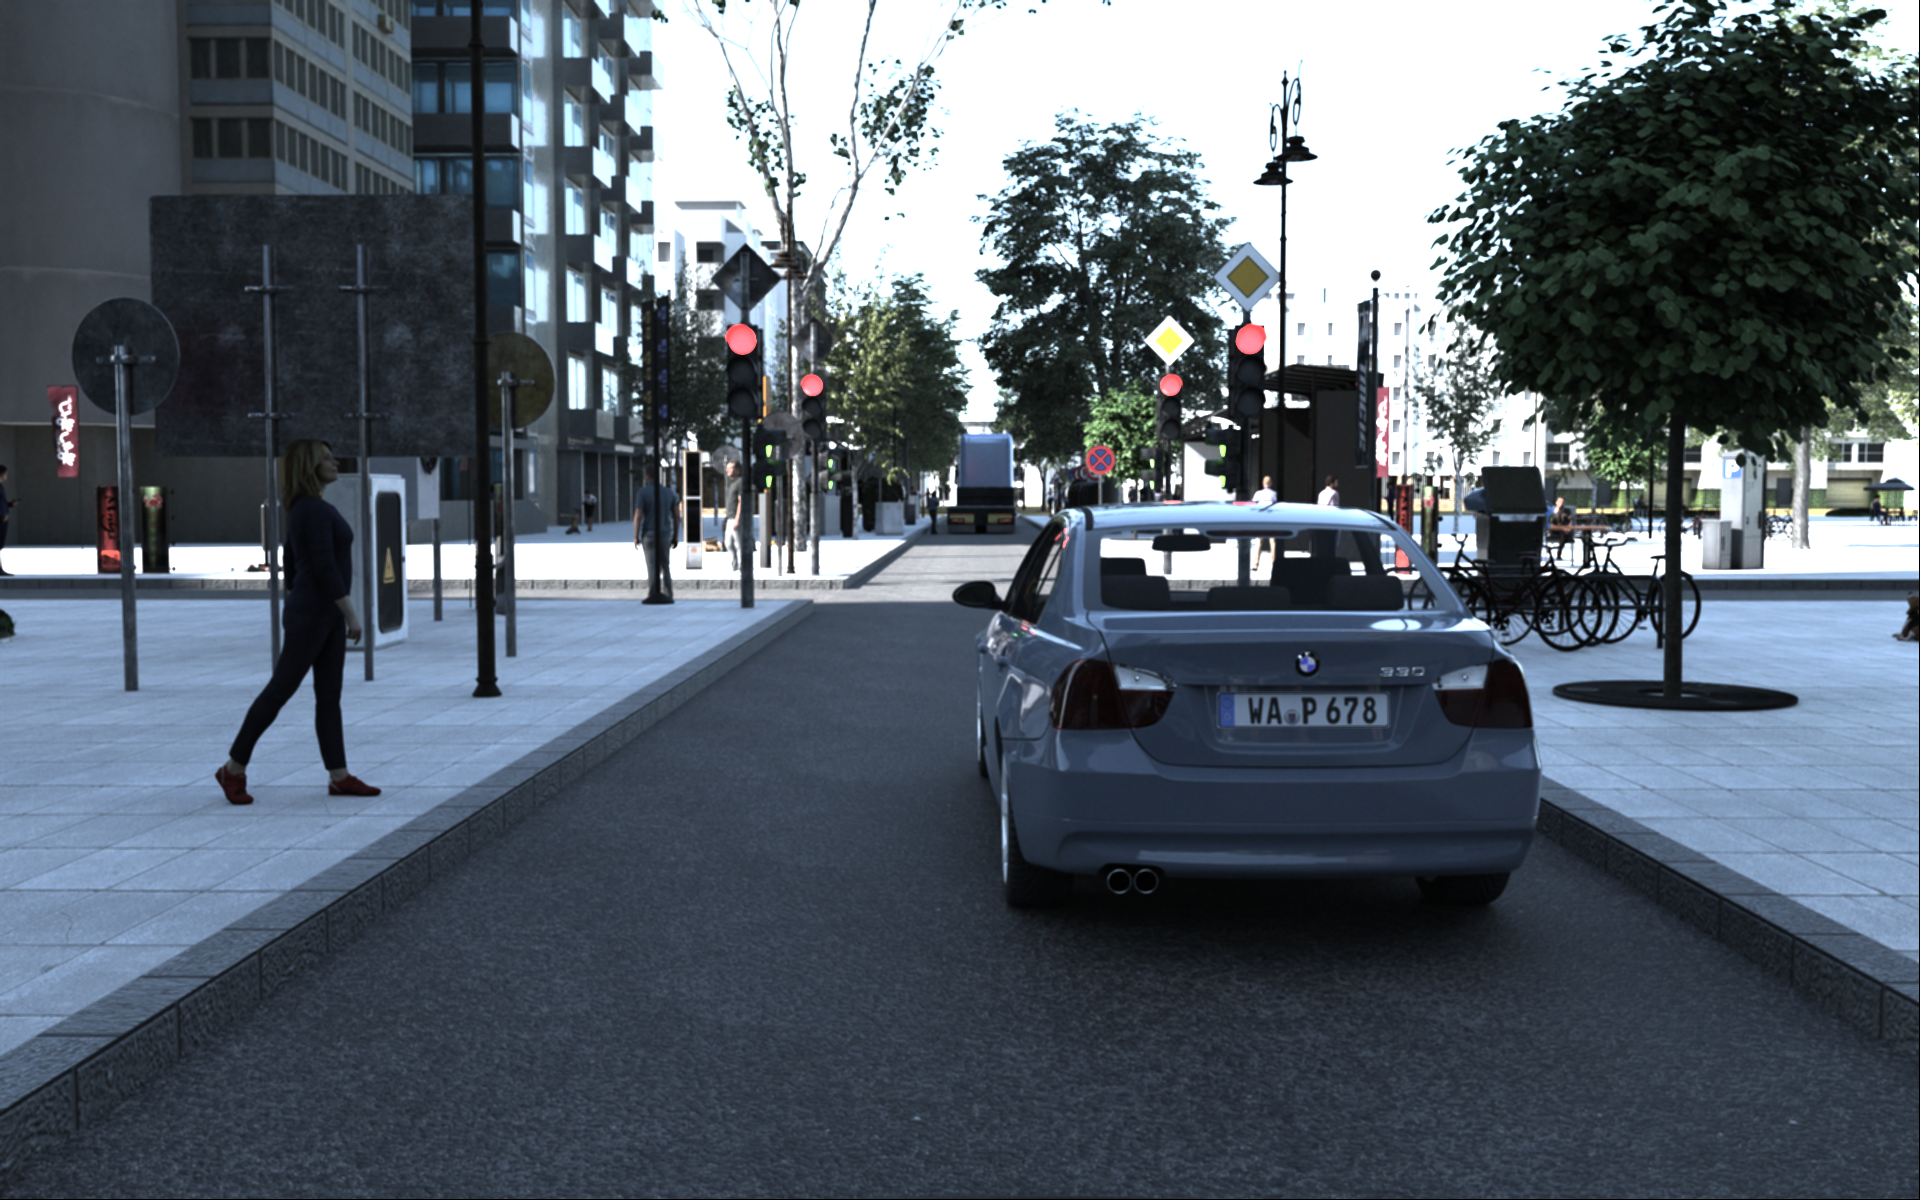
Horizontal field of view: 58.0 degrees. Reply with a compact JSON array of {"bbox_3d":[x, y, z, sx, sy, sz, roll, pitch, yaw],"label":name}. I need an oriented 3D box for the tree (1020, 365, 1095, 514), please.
[{"bbox_3d":[5.594,-9.115,99.395,4.737,8.622,4.395,0,3,0],"label":"tree"}]

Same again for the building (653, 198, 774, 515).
[{"bbox_3d":[-20.626,-15.453,109.069,16.016,20.091,11.380,0,4,1],"label":"building"}]

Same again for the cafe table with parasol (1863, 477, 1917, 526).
[{"bbox_3d":[38.193,-4.028,70.719,2.610,1.966,2.610,1,4,10],"label":"cafe table with parasol"}]

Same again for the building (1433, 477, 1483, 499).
[{"bbox_3d":[67.061,-15.863,201.508,28.070,9.664,9.099,0,4,1],"label":"building"}]

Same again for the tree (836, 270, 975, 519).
[{"bbox_3d":[-2.860,-10.367,87.621,7.486,12.596,7.792,0,3,0],"label":"tree"}]

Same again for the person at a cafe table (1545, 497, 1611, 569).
[{"bbox_3d":[10.510,-1.196,30.416,1.698,1.238,1.726,2,4,25],"label":"person at a cafe table"}]

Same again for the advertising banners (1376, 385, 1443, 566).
[{"bbox_3d":[7.064,-1.912,27.455,0.090,3.025,2.074,-1,4,-16],"label":"advertising banners"}]

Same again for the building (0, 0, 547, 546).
[{"bbox_3d":[-29.920,-21.881,49.641,32.217,40.220,23.993,0,4,1],"label":"building"}]

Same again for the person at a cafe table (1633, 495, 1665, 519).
[{"bbox_3d":[35.426,-4.772,88.876,1.698,1.238,1.726,-3,5,-39],"label":"person at a cafe table"}]

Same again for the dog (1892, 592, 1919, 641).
[{"bbox_3d":[8.354,0.156,15.192,0.748,0.427,0.550,-3,5,-40],"label":"dog"}]

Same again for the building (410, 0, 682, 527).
[{"bbox_3d":[-25.617,-27.944,76.496,23.786,49.044,30.456,0,4,1],"label":"building"}]

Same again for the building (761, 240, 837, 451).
[{"bbox_3d":[-28.711,-18.946,153.744,32.646,21.610,27.936,0,4,1],"label":"building"}]

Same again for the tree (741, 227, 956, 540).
[{"bbox_3d":[-2.930,-5.944,47.551,4.737,8.622,4.395,0,3,0],"label":"tree"}]

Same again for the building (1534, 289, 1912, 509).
[{"bbox_3d":[66.329,-17.848,158.271,31.486,18.905,16.747,0,4,1],"label":"building"}]

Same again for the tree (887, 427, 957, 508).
[{"bbox_3d":[-2.236,-13.747,159.180,8.767,10.594,7.601,-1,4,-18],"label":"tree"}]

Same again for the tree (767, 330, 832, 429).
[{"bbox_3d":[-7.485,-7.752,77.108,4.360,8.622,3.978,0,3,0],"label":"tree"}]

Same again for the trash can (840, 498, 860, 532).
[{"bbox_3d":[-3.728,-2.833,57.969,0.748,1.137,0.748,0,3,0],"label":"trash can"}]

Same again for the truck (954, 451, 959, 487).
[{"bbox_3d":[0.998,-7.884,117.811,2.839,4.237,11.283,0,3,0],"label":"truck"}]

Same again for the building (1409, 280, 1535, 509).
[{"bbox_3d":[44.908,-18.527,159.332,11.380,20.091,16.016,0,4,1],"label":"building"}]

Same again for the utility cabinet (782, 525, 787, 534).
[{"bbox_3d":[-5.414,-2.705,55.391,0.306,1.237,1.020,3,5,44],"label":"utility cabinet"}]

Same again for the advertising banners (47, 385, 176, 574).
[{"bbox_3d":[-13.667,-1.938,27.871,2.074,3.025,0.090,0,4,6],"label":"advertising banners"}]

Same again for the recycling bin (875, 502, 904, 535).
[{"bbox_3d":[-2.205,-2.549,54.226,0.722,1.027,0.722,-1,4,-22],"label":"recycling bin"}]

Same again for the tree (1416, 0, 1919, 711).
[{"bbox_3d":[4.583,-1.656,10.785,4.285,4.588,4.351,0,3,0],"label":"tree"}]

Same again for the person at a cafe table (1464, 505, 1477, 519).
[{"bbox_3d":[27.379,-4.914,91.210,1.698,1.238,1.726,-3,5,-41],"label":"person at a cafe table"}]

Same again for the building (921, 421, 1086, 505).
[{"bbox_3d":[9.427,-15.903,202.158,28.070,9.664,9.099,0,4,1],"label":"building"}]

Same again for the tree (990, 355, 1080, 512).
[{"bbox_3d":[6.081,-12.331,127.368,9.928,11.665,9.643,0,3,0],"label":"tree"}]

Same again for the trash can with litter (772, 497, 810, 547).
[{"bbox_3d":[-4.370,-1.923,42.506,1.678,1.210,2.233,-2,4,-26],"label":"trash can with litter"}]

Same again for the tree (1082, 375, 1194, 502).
[{"bbox_3d":[4.854,-3.926,47.896,4.285,4.588,4.351,0,3,0],"label":"tree"}]

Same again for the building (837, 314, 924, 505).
[{"bbox_3d":[-20.854,-22.455,211.117,32.646,21.610,27.936,0,4,1],"label":"building"}]

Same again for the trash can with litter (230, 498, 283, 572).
[{"bbox_3d":[-11.421,-1.110,29.213,1.678,1.210,2.233,0,4,-7],"label":"trash can with litter"}]

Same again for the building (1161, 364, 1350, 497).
[{"bbox_3d":[20.760,-11.239,125.905,9.099,9.664,28.070,0,4,1],"label":"building"}]

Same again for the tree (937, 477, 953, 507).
[{"bbox_3d":[-1.628,-10.849,171.982,1.663,3.219,1.824,0,3,0],"label":"tree"}]

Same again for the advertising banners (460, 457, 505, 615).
[{"bbox_3d":[-5.247,-1.395,18.997,0.090,3.025,2.074,-2,4,-31],"label":"advertising banners"}]

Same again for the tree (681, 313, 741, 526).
[{"bbox_3d":[-9.778,-7.299,69.708,4.737,8.622,4.395,0,3,0],"label":"tree"}]

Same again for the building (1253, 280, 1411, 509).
[{"bbox_3d":[33.532,-18.549,159.689,11.380,20.091,16.016,0,4,1],"label":"building"}]

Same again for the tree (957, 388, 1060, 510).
[{"bbox_3d":[5.283,-12.534,139.345,8.767,10.594,7.601,1,4,18],"label":"tree"}]

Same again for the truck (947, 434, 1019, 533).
[{"bbox_3d":[1.006,-4.985,71.265,2.967,4.110,18.799,0,4,2],"label":"truck"}]

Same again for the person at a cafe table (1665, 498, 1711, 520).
[{"bbox_3d":[36.380,-4.619,86.383,1.726,1.238,1.698,2,4,33],"label":"person at a cafe table"}]

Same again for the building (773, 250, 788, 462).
[{"bbox_3d":[-20.828,-16.173,120.852,16.016,20.091,11.380,0,4,1],"label":"building"}]

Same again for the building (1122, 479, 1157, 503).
[{"bbox_3d":[20.368,-12.953,153.929,9.099,9.664,28.070,0,4,1],"label":"building"}]

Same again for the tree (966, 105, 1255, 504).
[{"bbox_3d":[4.810,-9.123,55.821,9.857,13.997,8.962,0,3,0],"label":"tree"}]

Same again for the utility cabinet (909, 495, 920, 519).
[{"bbox_3d":[-2.497,-4.830,90.132,0.306,1.237,1.020,-2,4,-33],"label":"utility cabinet"}]

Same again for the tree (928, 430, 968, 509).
[{"bbox_3d":[-1.251,-12.019,146.877,4.360,8.622,3.978,0,3,0],"label":"tree"}]

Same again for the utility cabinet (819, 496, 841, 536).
[{"bbox_3d":[-4.081,-2.608,53.797,0.306,1.237,1.020,2,4,24],"label":"utility cabinet"}]

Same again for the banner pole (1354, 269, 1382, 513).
[{"bbox_3d":[4.608,-1.810,19.617,0.401,3.779,0.863,0,4,-5],"label":"banner pole"}]

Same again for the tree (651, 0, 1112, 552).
[{"bbox_3d":[-2.270,-11.078,37.019,12.611,20.169,13.585,0,3,0],"label":"tree"}]
